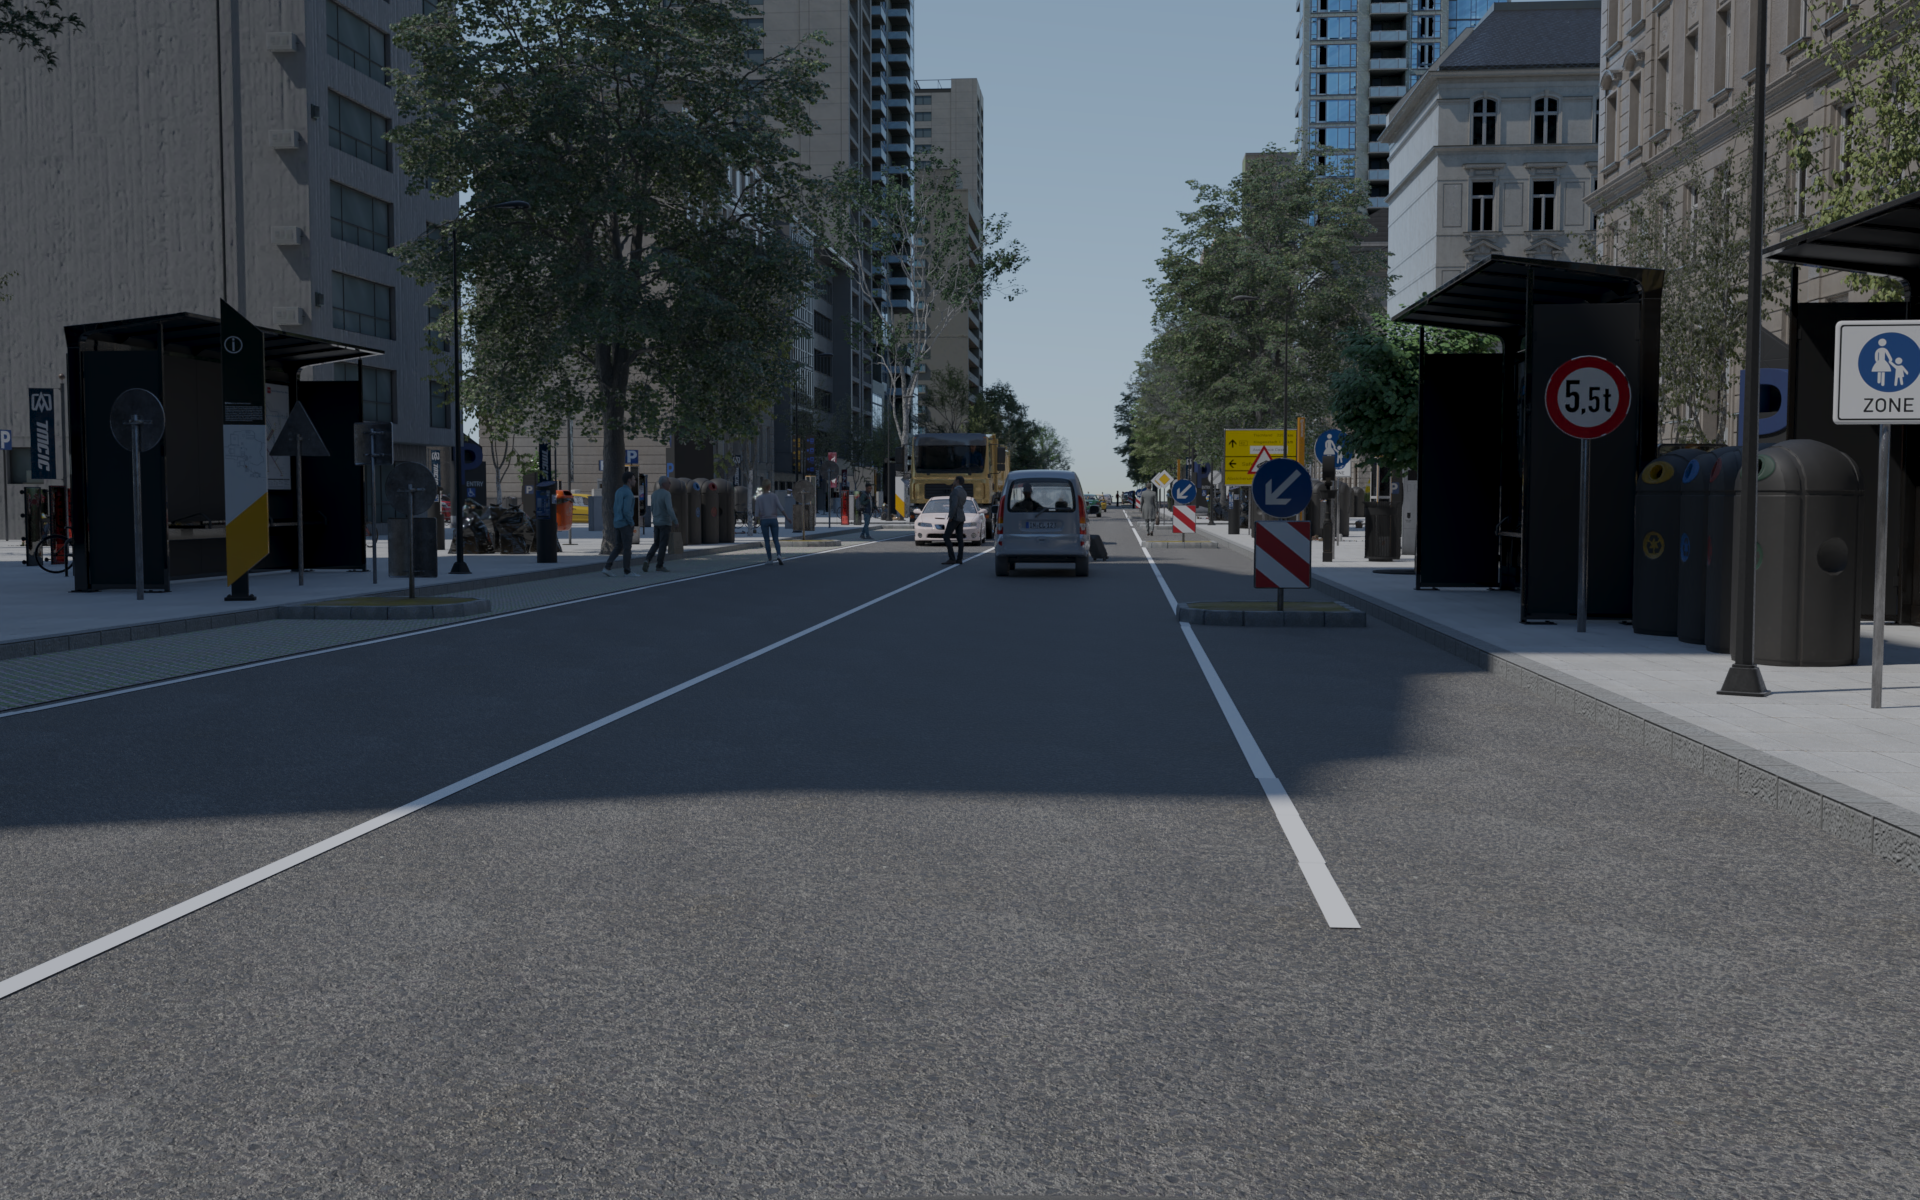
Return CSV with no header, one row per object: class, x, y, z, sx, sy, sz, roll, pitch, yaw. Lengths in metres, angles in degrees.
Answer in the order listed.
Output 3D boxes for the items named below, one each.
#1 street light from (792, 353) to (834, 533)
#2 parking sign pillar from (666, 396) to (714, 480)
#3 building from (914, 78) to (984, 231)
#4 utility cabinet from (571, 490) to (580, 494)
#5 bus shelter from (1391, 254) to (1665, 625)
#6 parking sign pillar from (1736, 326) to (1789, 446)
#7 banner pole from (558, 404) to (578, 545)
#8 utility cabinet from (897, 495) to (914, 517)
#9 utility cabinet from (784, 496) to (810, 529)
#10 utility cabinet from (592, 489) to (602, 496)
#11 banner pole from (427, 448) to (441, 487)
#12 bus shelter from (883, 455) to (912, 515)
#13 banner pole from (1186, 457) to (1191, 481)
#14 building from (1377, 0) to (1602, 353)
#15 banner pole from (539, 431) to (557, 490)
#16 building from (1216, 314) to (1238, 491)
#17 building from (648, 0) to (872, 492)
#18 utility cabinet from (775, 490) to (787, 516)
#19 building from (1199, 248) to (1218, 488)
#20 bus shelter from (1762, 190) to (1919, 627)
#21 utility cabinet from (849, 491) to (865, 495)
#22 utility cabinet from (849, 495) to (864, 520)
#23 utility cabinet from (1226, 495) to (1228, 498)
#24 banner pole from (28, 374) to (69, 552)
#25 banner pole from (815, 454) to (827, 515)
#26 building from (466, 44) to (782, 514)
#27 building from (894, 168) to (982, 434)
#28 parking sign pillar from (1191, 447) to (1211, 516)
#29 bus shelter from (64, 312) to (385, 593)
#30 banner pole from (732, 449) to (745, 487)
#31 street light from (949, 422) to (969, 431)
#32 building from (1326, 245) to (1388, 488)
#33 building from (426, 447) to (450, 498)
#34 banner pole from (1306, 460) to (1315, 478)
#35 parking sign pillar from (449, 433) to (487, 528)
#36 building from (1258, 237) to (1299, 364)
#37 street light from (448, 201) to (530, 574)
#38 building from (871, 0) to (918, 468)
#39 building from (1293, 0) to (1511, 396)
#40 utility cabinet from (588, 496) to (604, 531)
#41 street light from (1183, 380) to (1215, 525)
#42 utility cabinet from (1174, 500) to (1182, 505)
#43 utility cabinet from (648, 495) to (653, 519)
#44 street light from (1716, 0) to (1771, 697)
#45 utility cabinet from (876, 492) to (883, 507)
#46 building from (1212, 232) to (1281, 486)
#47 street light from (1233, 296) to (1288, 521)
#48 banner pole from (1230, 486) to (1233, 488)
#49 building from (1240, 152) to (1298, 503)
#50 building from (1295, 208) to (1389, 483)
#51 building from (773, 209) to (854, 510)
street light,-4.863,-5.182,57.263,1.470,5.913,1.316,0,4,5
parking sign pillar,-7.349,-3.588,47.130,1.447,3.967,1.447,-3,5,-44
building,-4.211,-52.911,303.348,20.563,71.187,20.611,0,4,5
utility cabinet,-19.405,-4.794,87.058,0.318,1.500,1.173,-2,4,-30
bus shelter,6.322,-1.757,20.005,1.731,3.624,6.357,0,4,5
parking sign pillar,12.640,-2.337,26.679,1.447,3.967,1.447,-2,4,-26
banner pole,-9.828,-3.286,43.741,0.401,3.779,0.863,0,4,-2
utility cabinet,-3.009,-5.230,96.677,1.020,1.237,0.306,-1,4,-10
utility cabinet,-6.003,-3.234,64.041,1.020,1.237,0.306,2,4,33
utility cabinet,-15.083,-3.985,73.830,1.173,1.500,0.318,-2,4,-31
banner pole,-26.276,-5.892,86.355,0.863,3.779,0.401,0,4,4
bus shelter,-3.535,-7.116,107.626,1.731,3.624,6.357,0,4,5
banner pole,13.734,-6.870,102.345,0.863,3.779,0.401,1,4,16
building,46.209,-19.412,93.796,44.131,29.872,17.030,0,4,5
banner pole,-14.087,-4.246,59.445,0.863,3.779,0.401,1,4,15
building,45.497,-29.834,259.489,14.160,30.474,14.107,0,4,5
building,-17.014,-44.497,165.777,20.563,71.187,20.611,0,4,5
utility cabinet,-10.291,-5.703,101.921,1.173,1.500,0.318,0,4,-7
building,49.092,-39.940,303.133,14.600,45.320,14.200,0,4,5
bus shelter,8.315,-1.383,13.890,1.731,3.624,6.357,0,4,5
utility cabinet,-6.350,-6.066,107.861,1.173,1.500,0.318,-1,4,-11
utility cabinet,-4.976,-4.541,85.402,1.020,1.237,0.306,0,4,5
utility cabinet,17.877,-6.391,115.647,1.020,1.237,0.306,3,5,39
banner pole,-18.875,-2.813,36.013,0.863,3.779,0.401,-1,4,-21
banner pole,-8.684,-7.190,107.571,0.863,3.779,0.401,0,4,-3
building,-19.096,-18.764,104.056,12.463,27.353,25.104,0,4,5
building,-8.506,-38.980,261.029,21.300,48.544,21.600,0,4,5
parking sign pillar,14.012,-6.849,100.451,1.447,3.967,1.447,-3,4,-38
bus shelter,-10.555,-2.094,25.518,1.731,3.624,6.357,0,4,5
banner pole,-12.352,-6.550,97.108,0.863,3.779,0.401,-1,4,-9
street light,-0.111,-8.478,111.163,1.470,5.913,1.316,0,4,5
building,31.703,-15.768,122.426,10.561,19.102,19.286,0,4,5
building,-41.156,-17.210,99.412,19.932,24.808,12.078,0,4,5
banner pole,24.611,-8.042,121.497,0.863,3.779,0.401,0,4,7
parking sign pillar,-18.754,-4.745,66.049,1.447,3.967,1.447,-3,5,-43
building,40.304,-25.909,195.319,14.160,30.474,14.107,0,4,5
street light,-7.503,-3.370,27.636,1.470,5.913,1.316,0,4,5
building,-15.589,-53.767,191.758,22.319,86.520,31.000,0,4,5
building,41.859,-52.489,170.868,22.319,86.520,31.000,0,4,5
utility cabinet,-12.486,-3.007,60.332,0.306,1.237,1.020,2,4,35
street light,9.770,-6.013,70.857,1.470,5.913,1.316,0,4,5
utility cabinet,12.469,-5.351,98.648,0.306,1.237,1.020,1,4,21
utility cabinet,-16.284,-4.874,90.850,1.020,1.237,0.306,3,5,39
street light,4.488,-2.351,10.984,1.470,5.913,1.316,0,4,5
utility cabinet,-7.008,-8.798,152.530,0.318,1.500,1.173,2,4,28
building,51.943,-38.316,281.098,22.147,44.769,28.867,0,4,5
street light,7.094,-4.167,40.665,1.470,5.913,1.316,0,4,5
banner pole,18.875,-8.053,121.689,0.401,3.779,0.863,-3,4,-38
building,40.898,-32.166,209.506,14.154,41.232,14.086,0,4,5
building,33.450,-19.138,141.792,11.050,23.489,19.941,0,4,5
building,-17.243,-19.116,131.611,14.314,24.678,30.058,0,4,5
